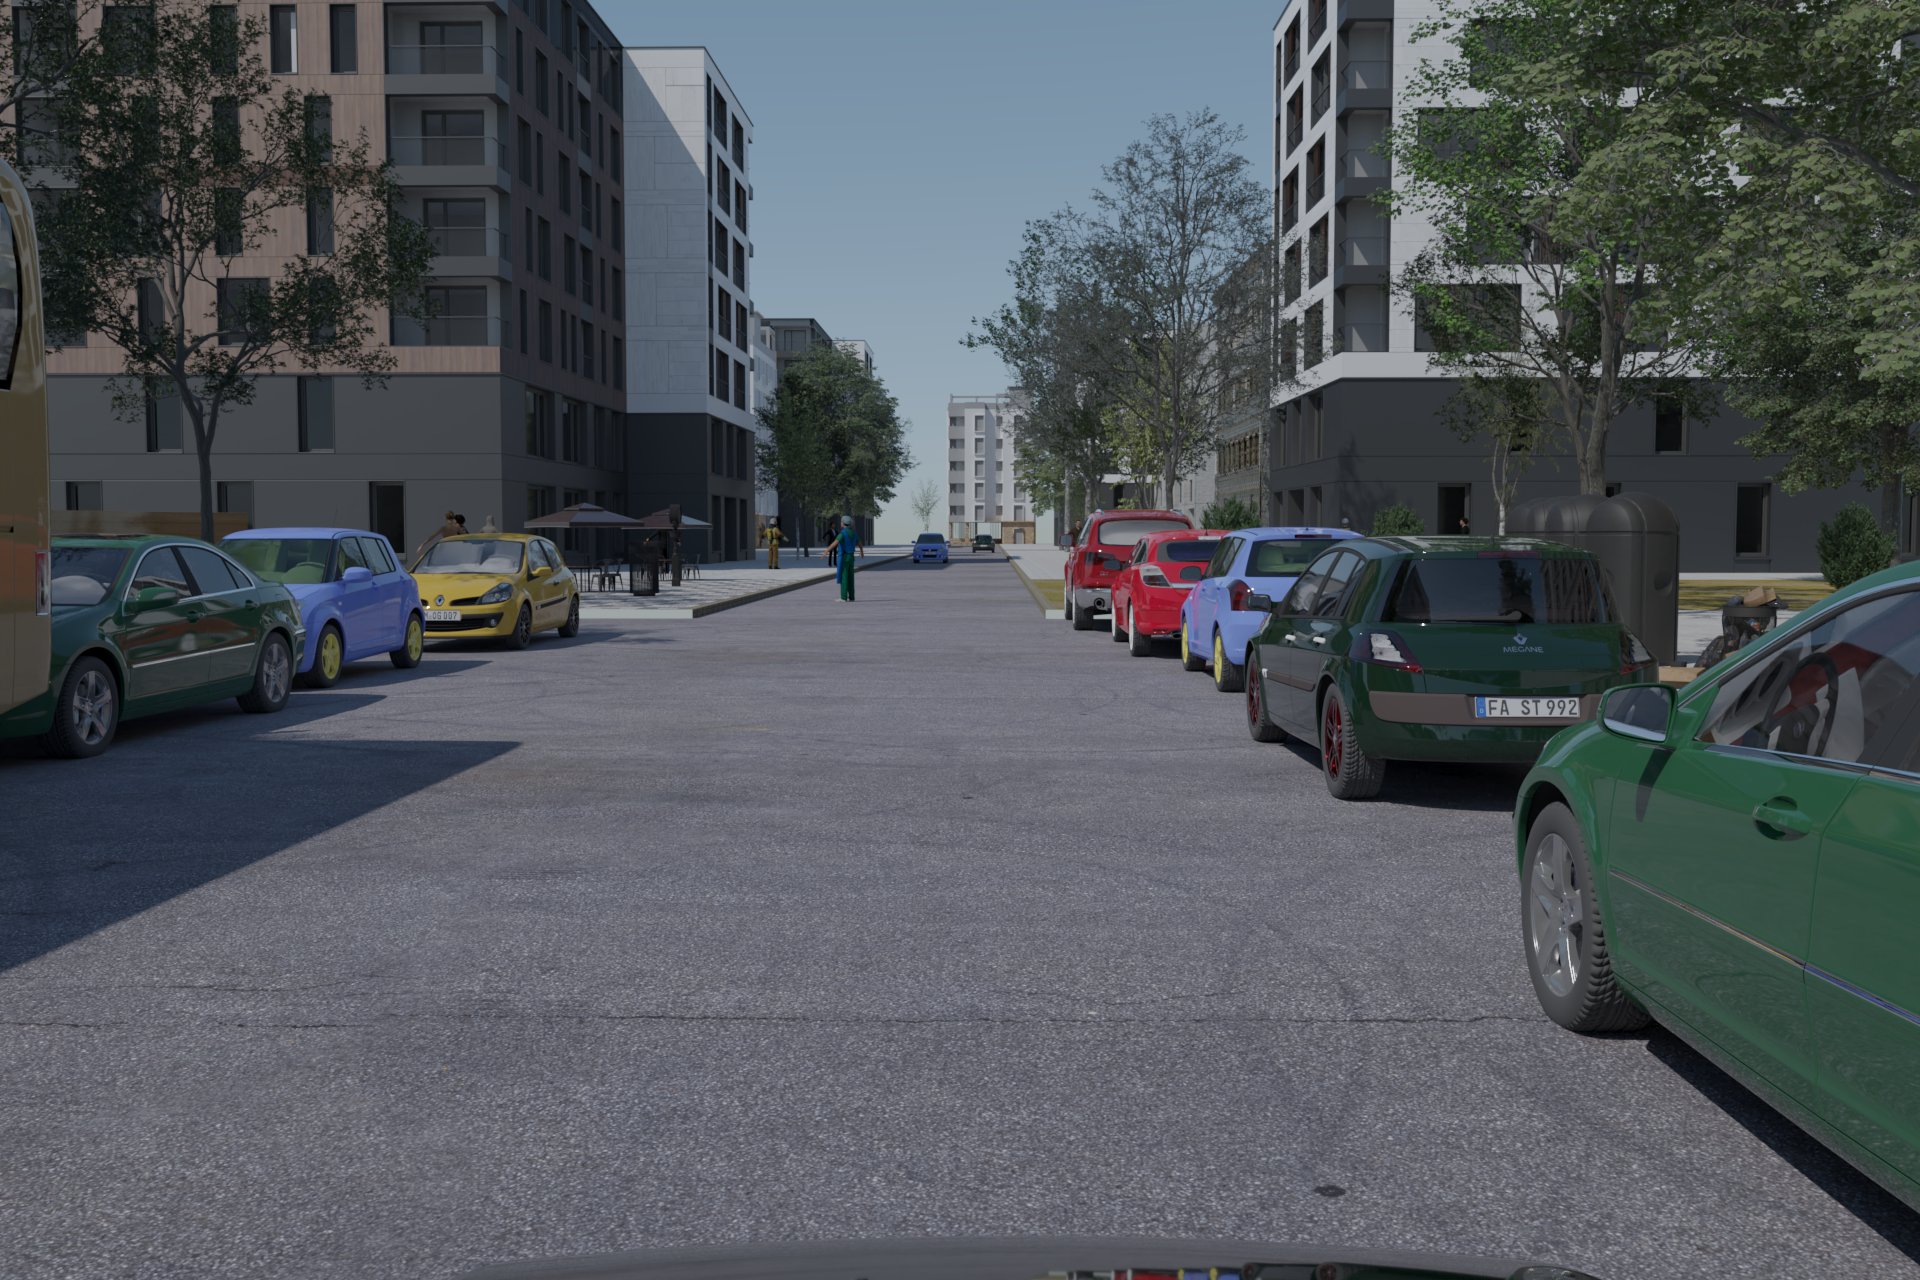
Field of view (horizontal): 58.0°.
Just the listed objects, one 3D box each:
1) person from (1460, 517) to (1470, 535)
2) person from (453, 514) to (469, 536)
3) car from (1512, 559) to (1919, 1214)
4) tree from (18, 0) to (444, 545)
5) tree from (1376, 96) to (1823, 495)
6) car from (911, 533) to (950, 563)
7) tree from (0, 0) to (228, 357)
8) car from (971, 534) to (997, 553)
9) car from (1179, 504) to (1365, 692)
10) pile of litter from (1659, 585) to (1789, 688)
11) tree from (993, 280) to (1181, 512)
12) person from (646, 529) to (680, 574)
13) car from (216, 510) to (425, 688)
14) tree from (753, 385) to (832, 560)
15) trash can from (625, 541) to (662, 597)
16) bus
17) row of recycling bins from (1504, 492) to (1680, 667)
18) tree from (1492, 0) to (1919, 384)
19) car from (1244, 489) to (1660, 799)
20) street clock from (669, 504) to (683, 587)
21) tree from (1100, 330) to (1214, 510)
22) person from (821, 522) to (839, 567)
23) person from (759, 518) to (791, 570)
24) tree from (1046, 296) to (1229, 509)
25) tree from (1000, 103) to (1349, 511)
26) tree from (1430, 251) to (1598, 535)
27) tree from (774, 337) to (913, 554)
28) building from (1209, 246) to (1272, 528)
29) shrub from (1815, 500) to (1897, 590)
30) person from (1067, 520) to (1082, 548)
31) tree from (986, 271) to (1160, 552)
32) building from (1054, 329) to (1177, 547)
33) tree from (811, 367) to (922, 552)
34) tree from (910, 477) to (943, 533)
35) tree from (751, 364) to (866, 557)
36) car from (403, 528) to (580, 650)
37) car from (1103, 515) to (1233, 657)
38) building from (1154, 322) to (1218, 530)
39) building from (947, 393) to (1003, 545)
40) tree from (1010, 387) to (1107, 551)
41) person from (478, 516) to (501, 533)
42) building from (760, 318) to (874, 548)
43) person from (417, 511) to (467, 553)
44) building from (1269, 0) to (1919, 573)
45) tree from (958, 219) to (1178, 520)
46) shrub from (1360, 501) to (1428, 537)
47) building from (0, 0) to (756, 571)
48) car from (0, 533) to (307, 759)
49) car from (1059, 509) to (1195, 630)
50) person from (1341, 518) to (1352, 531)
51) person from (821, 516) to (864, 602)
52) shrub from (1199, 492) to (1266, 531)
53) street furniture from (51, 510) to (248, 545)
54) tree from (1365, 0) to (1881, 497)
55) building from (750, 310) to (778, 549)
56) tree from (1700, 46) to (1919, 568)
[{"bbox_3d":[15.920,-2.974,54.820,0.705,1.806,1.347,2,4,26],"label":"person"},{"bbox_3d":[-13.836,-2.546,47.764,0.704,1.843,1.345,1,4,18],"label":"person"},{"bbox_3d":[2.610,0.501,3.603,2.131,1.459,4.920,0,4,1],"label":"car"},{"bbox_3d":[-12.398,-5.772,28.790,8.767,10.594,7.601,0,4,5],"label":"tree"},{"bbox_3d":[12.868,-6.163,35.173,8.767,10.594,7.601,1,4,10],"label":"tree"},{"bbox_3d":[-1.440,-4.676,86.036,1.945,1.707,3.694,0,4,1],"label":"car"},{"bbox_3d":[-12.601,-5.166,18.881,8.767,10.594,7.601,-2,4,-25],"label":"tree"},{"bbox_3d":[1.798,-7.473,131.978,2.009,1.686,4.222,0,4,1],"label":"car"},{"bbox_3d":[3.170,-0.453,16.995,1.945,1.707,3.694,0,3,0],"label":"car"},{"bbox_3d":[6.357,-0.024,14.354,1.176,0.858,1.719,0,4,1],"label":"pile of litter"},{"bbox_3d":[6.532,-10.558,82.997,12.009,13.543,11.850,0,3,0],"label":"tree"},{"bbox_3d":[-9.570,-3.053,55.850,1.347,1.837,0.705,-3,5,-40],"label":"person"},{"bbox_3d":[-6.668,-0.467,17.234,1.945,1.707,3.694,0,4,1],"label":"car"},{"bbox_3d":[-8.001,-8.229,84.907,4.737,8.622,4.395,0,3,0],"label":"tree"},{"bbox_3d":[-6.513,-1.472,35.716,0.748,1.137,0.748,0,3,0],"label":"trash can"},{"bbox_3d":[-6.511,-0.743,3.692,2.896,3.916,12.252,0,4,1],"label":"bus"},{"bbox_3d":[6.580,-0.687,18.349,1.069,1.692,3.534,0,4,1],"label":"row of recycling bins"},{"bbox_3d":[8.673,-5.931,15.101,7.486,12.596,7.792,0,3,0],"label":"tree"},{"bbox_3d":[2.866,-0.059,10.745,2.009,1.686,4.222,0,4,0],"label":"car"},{"bbox_3d":[-6.958,-2.313,42.392,0.358,2.002,0.471,0,4,3],"label":"street clock"},{"bbox_3d":[6.517,-6.634,58.827,4.737,8.622,4.395,0,3,0],"label":"tree"},{"bbox_3d":[-4.924,-3.728,67.675,1.216,1.740,0.721,-3,4,-36],"label":"person"},{"bbox_3d":[-6.748,-3.486,62.760,1.354,1.858,0.705,2,4,29],"label":"person"},{"bbox_3d":[6.924,-8.182,68.187,7.601,10.594,8.767,-1,4,-15],"label":"tree"},{"bbox_3d":[6.125,-8.533,49.886,12.009,13.543,11.850,0,3,0],"label":"tree"},{"bbox_3d":[13.641,-5.739,44.194,4.360,8.622,3.978,0,3,0],"label":"tree"},{"bbox_3d":[-7.552,-12.538,111.645,9.857,13.997,8.962,0,3,0],"label":"tree"},{"bbox_3d":[25.587,-16.572,101.883,19.493,23.208,18.063,0,4,1],"label":"building"},{"bbox_3d":[19.387,-2.023,37.496,1.690,2.028,1.600,0,3,0],"label":"shrub"},{"bbox_3d":[4.342,-3.513,63.571,1.346,1.812,0.704,-1,4,-14],"label":"person"},{"bbox_3d":[8.880,-16.174,120.337,12.611,20.169,13.585,0,3,0],"label":"tree"},{"bbox_3d":[24.104,-21.102,188.985,27.936,21.610,32.646,0,4,1],"label":"building"},{"bbox_3d":[-7.792,-13.282,127.529,12.009,13.543,11.850,0,3,0],"label":"tree"},{"bbox_3d":[-3.901,-16.604,221.843,4.360,8.622,3.978,0,3,0],"label":"tree"},{"bbox_3d":[-8.840,-9.864,95.684,7.601,10.594,8.767,-1,4,-13],"label":"tree"},{"bbox_3d":[-6.201,-0.760,22.649,2.015,1.641,3.980,0,4,1],"label":"car"},{"bbox_3d":[2.898,-0.774,21.693,2.155,1.783,4.494,0,4,1],"label":"car"},{"bbox_3d":[27.187,-17.522,152.950,16.747,18.905,31.486,0,4,1],"label":"building"},{"bbox_3d":[-1.313,-22.361,224.472,11.380,20.090,16.016,0,4,-5],"label":"building"},{"bbox_3d":[7.459,-13.194,133.842,7.486,12.596,7.792,0,3,0],"label":"tree"},{"bbox_3d":[-13.530,-2.683,49.997,1.348,1.813,0.705,1,4,15],"label":"person"},{"bbox_3d":[-23.992,-20.579,180.438,27.936,21.610,32.646,0,4,1],"label":"building"},{"bbox_3d":[-9.848,-1.624,33.357,1.217,1.733,0.721,-3,4,-37],"label":"person"},{"bbox_3d":[26.602,-13.978,72.507,27.936,21.610,32.646,0,4,1],"label":"building"},{"bbox_3d":[6.731,-15.236,105.003,12.611,20.169,13.585,0,3,0],"label":"tree"},{"bbox_3d":[10.494,-2.300,41.641,1.661,2.075,1.752,0,3,0],"label":"shrub"},{"bbox_3d":[-24.669,-13.895,71.155,27.936,21.610,32.646,0,4,1],"label":"building"},{"bbox_3d":[-6.425,-0.048,12.577,2.131,1.459,4.920,0,4,1],"label":"car"},{"bbox_3d":[2.719,-1.137,27.270,2.281,1.827,5.304,0,4,1],"label":"car"},{"bbox_3d":[12.054,-2.920,54.213,1.216,1.772,0.721,1,4,14],"label":"person"},{"bbox_3d":[-2.421,-1.713,36.597,0.704,1.817,1.347,3,4,36],"label":"person"},{"bbox_3d":[5.099,-1.750,32.657,1.661,2.075,1.752,0,3,0],"label":"shrub"},{"bbox_3d":[-16.449,-1.759,35.620,9.812,1.723,11.010,2,4,25],"label":"street furniture"},{"bbox_3d":[9.637,-6.114,25.712,9.928,11.665,9.643,0,3,0],"label":"tree"},{"bbox_3d":[-22.125,-17.821,147.793,16.016,20.090,11.380,0,4,1],"label":"building"},{"bbox_3d":[23.619,-8.390,43.829,9.857,13.997,8.962,0,3,0],"label":"tree"}]
